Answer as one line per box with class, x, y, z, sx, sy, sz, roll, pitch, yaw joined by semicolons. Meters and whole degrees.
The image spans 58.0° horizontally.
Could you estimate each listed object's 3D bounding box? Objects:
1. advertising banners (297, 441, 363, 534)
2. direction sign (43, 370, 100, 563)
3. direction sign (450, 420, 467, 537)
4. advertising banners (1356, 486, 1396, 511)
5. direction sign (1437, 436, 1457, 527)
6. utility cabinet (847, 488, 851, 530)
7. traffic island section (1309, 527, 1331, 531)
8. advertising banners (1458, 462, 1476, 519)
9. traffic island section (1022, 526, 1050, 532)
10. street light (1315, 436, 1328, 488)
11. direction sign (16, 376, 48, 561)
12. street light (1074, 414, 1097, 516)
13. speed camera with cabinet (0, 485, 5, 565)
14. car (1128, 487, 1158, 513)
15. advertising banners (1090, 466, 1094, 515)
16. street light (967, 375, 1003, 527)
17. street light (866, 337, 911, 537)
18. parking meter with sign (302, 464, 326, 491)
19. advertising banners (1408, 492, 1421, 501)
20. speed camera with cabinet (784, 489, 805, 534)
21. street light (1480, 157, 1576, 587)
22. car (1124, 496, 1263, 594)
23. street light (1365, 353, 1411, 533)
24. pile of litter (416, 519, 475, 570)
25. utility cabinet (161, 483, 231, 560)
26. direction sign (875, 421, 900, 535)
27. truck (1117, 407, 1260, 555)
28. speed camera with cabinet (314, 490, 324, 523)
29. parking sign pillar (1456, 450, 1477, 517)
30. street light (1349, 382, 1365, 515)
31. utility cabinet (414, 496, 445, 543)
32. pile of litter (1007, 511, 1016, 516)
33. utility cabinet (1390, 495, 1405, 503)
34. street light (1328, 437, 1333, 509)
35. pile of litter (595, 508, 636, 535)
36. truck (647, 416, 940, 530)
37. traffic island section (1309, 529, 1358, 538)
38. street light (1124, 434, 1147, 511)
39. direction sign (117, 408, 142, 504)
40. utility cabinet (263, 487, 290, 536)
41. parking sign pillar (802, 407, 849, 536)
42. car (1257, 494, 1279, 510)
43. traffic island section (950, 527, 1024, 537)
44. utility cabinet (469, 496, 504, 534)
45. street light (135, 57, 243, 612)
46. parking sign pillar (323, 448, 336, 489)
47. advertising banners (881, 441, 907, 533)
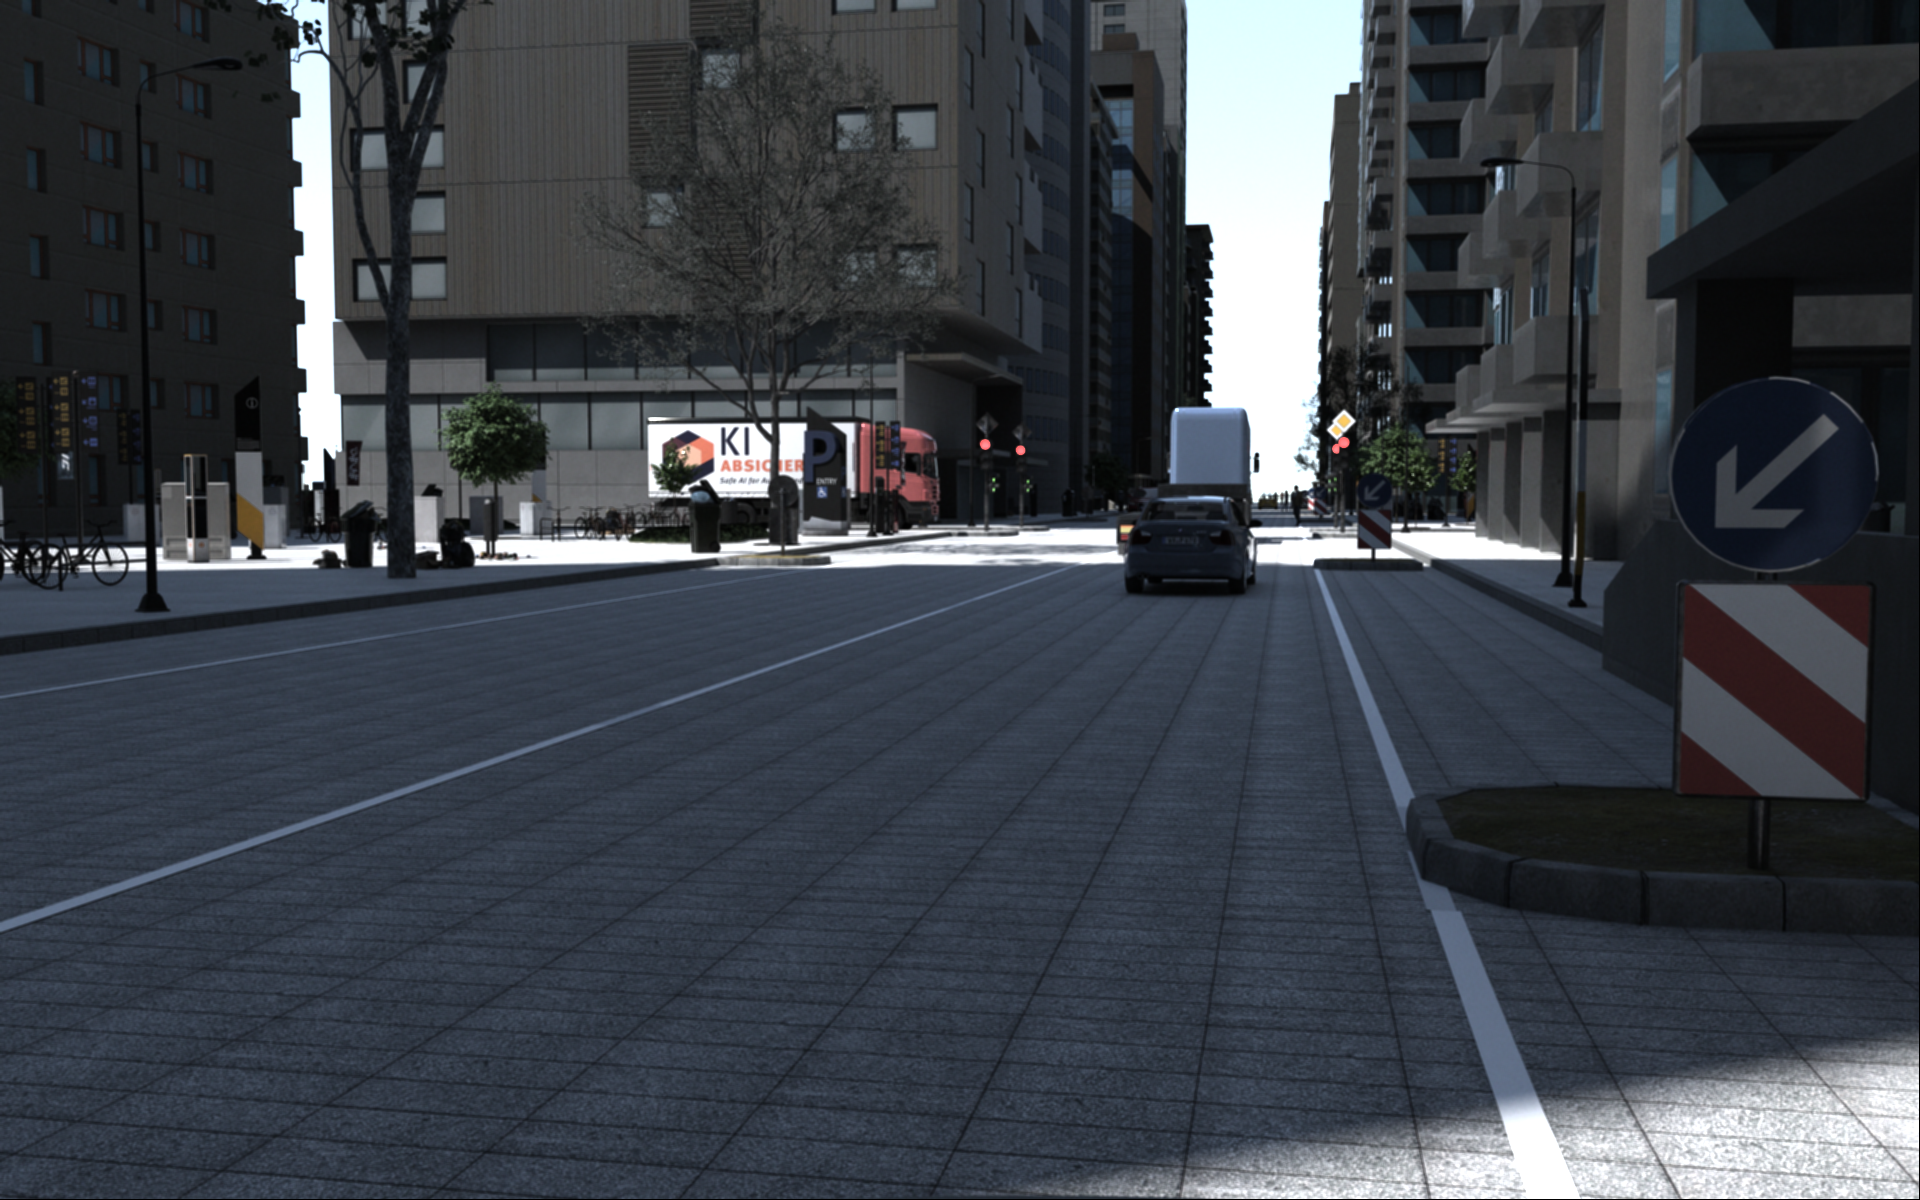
advertising banners;-20.537;-3.688;56.490;2.074;3.025;0.090;-2;4;-28
direction sign;-16.220;-2.436;31.833;0.876;3.537;0.379;0;4;5
direction sign;-15.091;-3.686;52.262;0.379;3.537;0.876;1;4;20
advertising banners;20.015;-5.294;82.752;2.074;3.025;0.090;1;4;12
direction sign;19.087;-4.642;67.893;0.379;3.537;0.876;-3;4;-39
utility cabinet;-4.248;-3.201;61.007;0.318;1.500;1.173;2;4;25
traffic island section;14.214;-2.637;65.388;2.009;0.180;2.903;1;4;11
advertising banners;26.156;-5.688;89.183;0.090;3.025;2.074;-1;4;-13
traffic island section;2.383;-2.773;67.624;2.009;0.180;2.903;1;4;11
street light;30.961;-10.632;146.373;1.470;5.913;1.316;1;4;11
direction sign;-17.715;-2.538;33.494;0.876;3.537;0.379;-1;4;-16
street light;7.249;-7.848;100.863;1.470;5.913;1.316;1;4;11
speed camera with cabinet;-16.790;-2.139;29.309;0.660;3.252;2.038;-1;4;-16
car;9.967;-5.008;90.553;2.281;1.827;5.304;1;4;12
advertising banners;8.112;-6.747;106.496;0.090;3.025;2.074;1;4;12
street light;0.992;-5.829;67.843;1.470;5.913;1.316;1;4;11
street light;-2.099;-4.823;51.395;1.470;5.913;1.316;1;4;11
parking meter with sign;-36.880;-6.324;99.655;1.738;3.016;0.543;0;4;-7
advertising banners;27.580;-6.727;106.180;0.090;3.025;2.074;-1;4;-21
speed camera with cabinet;-5.007;-3.747;55.595;2.038;3.252;0.660;-1;4;-19
street light;7.867;-3.144;23.953;1.470;5.913;1.316;1;4;11
car;3.547;-0.874;26.298;2.014;1.417;4.499;1;4;13
street light;14.190;-5.174;57.141;1.470;5.913;1.316;1;4;11
pile of litter;-9.075;-0.985;30.076;1.176;0.858;1.719;1;4;19
utility cabinet;-14.785;-1.520;33.527;1.173;1.500;0.318;0;4;-7
direction sign;-2.245;-3.783;53.857;0.876;3.537;0.379;2;4;28
truck;6.568;-3.562;47.991;2.967;4.110;18.799;1;4;11
speed camera with cabinet;-29.486;-5.071;77.250;2.038;3.252;0.660;0;4;-7
parking sign pillar;28.442;-6.612;96.585;1.447;3.967;1.447;0;4;3
street light;17.014;-6.082;71.987;1.470;5.913;1.316;1;4;11
utility cabinet;-14.049;-2.107;45.614;1.020;1.237;0.306;2;4;26
pile of litter;2.681;-5.261;99.974;1.176;0.858;1.719;3;5;40
utility cabinet;26.076;-5.650;103.541;1.020;1.237;0.306;-1;4;-20
street light;23.251;-8.114;105.202;1.470;5.913;1.316;1;4;11
pile of litter;-10.857;-2.513;55.057;1.719;0.858;1.176;-2;4;-32
truck;-5.770;-4.593;64.005;11.283;4.237;2.839;1;4;9
traffic island section;12.729;-2.157;57.542;2.009;0.180;2.903;1;4;11
street light;13.397;-9.851;133.597;1.470;5.913;1.316;1;4;11
direction sign;-22.115;-3.314;46.173;0.379;3.537;0.876;1;4;12
utility cabinet;-20.673;-2.658;52.141;1.173;1.500;0.318;2;4;33
parking sign pillar;-4.142;-3.951;53.069;1.447;3.967;1.447;1;4;22
car;28.425;-9.145;159.750;2.015;1.641;3.980;1;4;12
traffic island section;0.898;-2.293;59.778;2.009;0.180;2.903;1;4;11
utility cabinet;-15.084;-2.692;55.179;1.020;1.237;0.306;-1;4;-10
street light;-8.307;-2.821;18.673;1.470;5.913;1.316;1;4;11
parking sign pillar;-36.725;-6.904;101.357;1.447;3.967;1.447;0;4;7
advertising banners;-2.135;-3.705;56.760;0.090;3.025;2.074;1;4;20
